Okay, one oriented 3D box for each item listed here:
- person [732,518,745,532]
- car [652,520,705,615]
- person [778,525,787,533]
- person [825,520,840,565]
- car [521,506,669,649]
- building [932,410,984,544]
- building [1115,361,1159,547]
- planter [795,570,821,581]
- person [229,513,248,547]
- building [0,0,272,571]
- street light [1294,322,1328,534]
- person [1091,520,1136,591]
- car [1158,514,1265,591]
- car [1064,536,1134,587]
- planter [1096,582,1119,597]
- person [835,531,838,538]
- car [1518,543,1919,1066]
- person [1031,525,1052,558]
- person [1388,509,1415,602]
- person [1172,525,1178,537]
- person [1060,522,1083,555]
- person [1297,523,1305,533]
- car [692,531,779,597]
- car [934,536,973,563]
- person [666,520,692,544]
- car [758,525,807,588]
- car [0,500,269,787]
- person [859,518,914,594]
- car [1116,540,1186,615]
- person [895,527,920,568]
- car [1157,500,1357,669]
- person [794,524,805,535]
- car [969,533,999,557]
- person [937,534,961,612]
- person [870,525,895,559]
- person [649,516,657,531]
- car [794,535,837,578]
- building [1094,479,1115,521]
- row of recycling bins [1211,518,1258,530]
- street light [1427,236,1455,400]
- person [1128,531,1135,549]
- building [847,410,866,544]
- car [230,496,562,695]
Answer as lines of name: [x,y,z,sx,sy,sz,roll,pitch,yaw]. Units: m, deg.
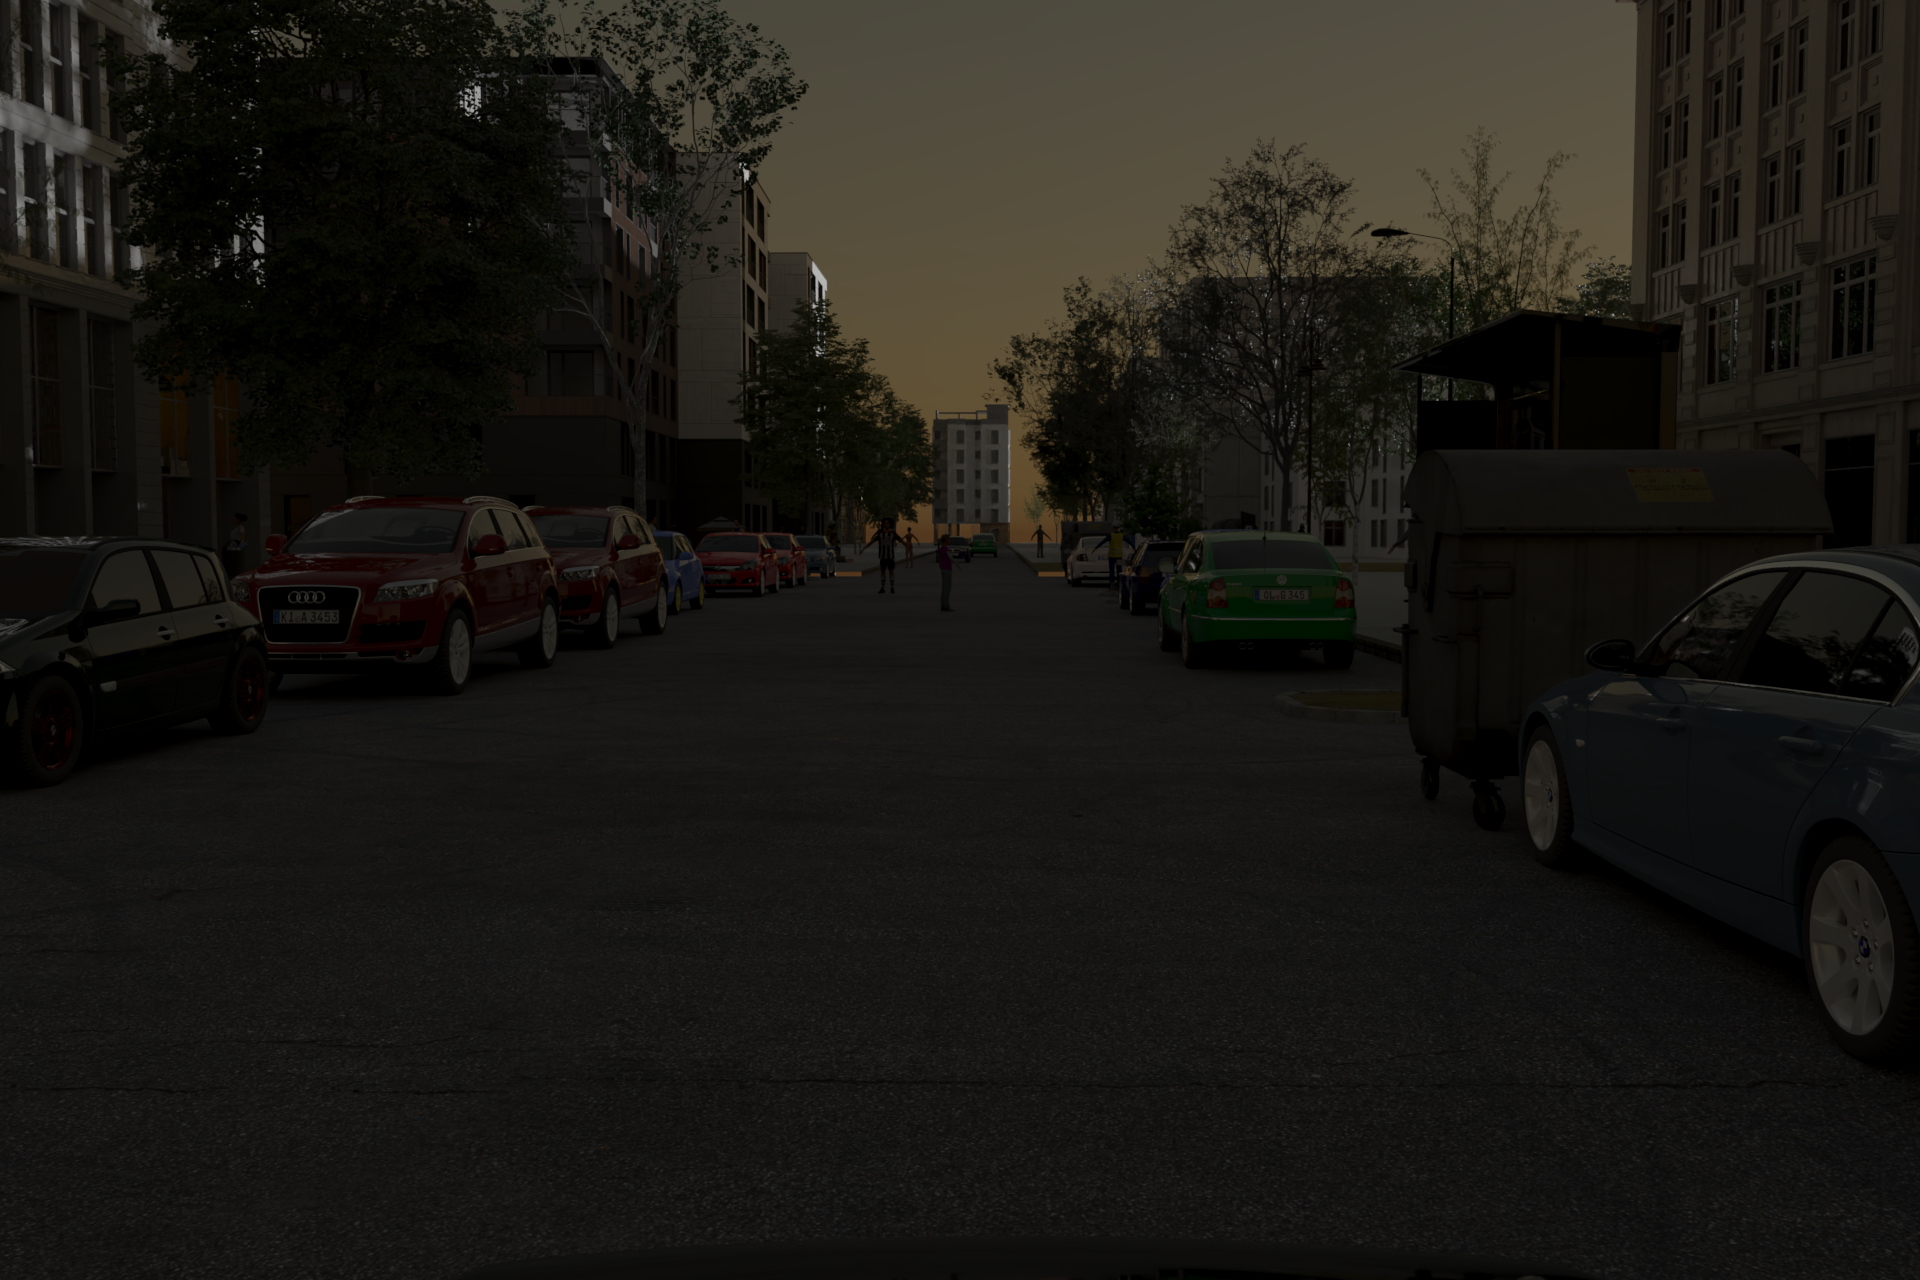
person: [-7.548,-3.212,58.692,1.345,1.807,0.704,3,5,44]
car: [-5.781,-1.356,31.769,1.945,1.707,3.694,0,4,1]
person: [-8.975,-4.908,86.963,1.216,1.740,0.721,1,4,16]
person: [-5.184,-3.949,70.330,0.705,1.858,1.354,1,4,14]
car: [-5.293,-0.894,23.297,2.281,1.827,5.304,0,4,2]
building: [-3.777,-24.358,257.126,11.380,20.090,16.016,1,4,11]
building: [25.673,-19.289,181.839,16.747,18.905,31.486,0,4,1]
planter: [-5.340,-1.993,53.719,1.991,0.319,1.994,0,4,1]
person: [-16.042,-1.928,38.290,0.721,1.739,1.217,-2,4,-33]
building: [-29.136,-16.260,43.345,11.434,29.767,29.804,0,4,2]
street light: [7.669,-3.986,37.963,0.468,5.910,1.993,0,4,1]
person: [3.876,-2.107,43.374,1.216,1.772,0.721,-1,4,-13]
car: [3.824,-0.916,24.566,1.945,1.707,3.694,0,4,0]
car: [3.966,-2.196,48.261,2.083,1.381,4.827,0,4,1]
planter: [4.191,-1.172,40.303,1.991,0.319,1.994,0,4,0]
person: [-6.830,-5.252,91.840,0.705,1.833,1.349,2,4,30]
car: [3.318,0.371,5.933,2.014,1.417,4.499,0,4,2]
person: [4.383,-5.377,94.188,1.348,1.796,0.705,-2,4,-31]
person: [8.587,-1.632,32.518,1.345,1.849,0.704,-2,4,-33]
person: [9.560,-4.325,76.898,1.347,1.806,0.705,2,4,24]
person: [3.670,-2.848,55.144,1.348,1.813,0.705,-3,4,-36]
person: [17.925,-5.193,90.688,0.705,1.856,1.354,3,5,39]
car: [-5.348,-1.942,40.791,2.155,1.783,4.494,0,4,1]
car: [-0.322,-4.592,87.663,1.945,1.354,3.894,0,4,1]
person: [-10.904,-3.659,65.955,1.346,1.812,0.704,0,4,6]
car: [-5.253,-2.339,47.282,2.155,1.783,4.494,0,4,1]
car: [-5.951,-0.077,11.044,2.009,1.686,4.222,0,4,1]
person: [-1.763,-2.033,41.836,1.345,1.843,0.704,1,4,10]
car: [3.883,-1.179,31.849,1.945,1.354,3.894,0,4,1]
person: [-2.190,-3.903,73.072,1.217,1.733,0.721,-2,4,-35]
car: [3.299,-0.673,19.794,1.959,1.807,4.718,0,4,1]
person: [-8.456,-5.314,92.812,1.347,1.837,0.705,-1,4,-9]
car: [1.453,-6.076,108.139,1.959,1.807,4.718,0,4,1]
person: [-0.201,-1.244,32.071,0.599,1.433,0.991,-1,4,-22]
person: [-4.064,-5.144,90.326,1.346,1.802,0.704,1,4,15]
person: [-8.750,-2.651,49.505,0.704,1.810,1.344,1,4,9]
car: [-5.097,-2.778,57.427,2.014,1.417,4.499,0,4,1]
building: [26.277,-23.275,211.476,19.493,23.208,18.063,0,4,1]
row of recycling bins: [7.229,-2.380,46.032,1.069,1.692,3.534,0,4,1]
street light: [8.017,-3.295,26.418,1.470,5.913,1.316,0,4,1]
person: [8.592,-4.951,87.067,0.704,1.817,1.347,1,4,12]
building: [-22.636,-24.453,230.735,19.493,23.208,18.063,0,4,2]
car: [-5.423,-0.514,17.083,2.281,1.827,5.304,0,4,1]
